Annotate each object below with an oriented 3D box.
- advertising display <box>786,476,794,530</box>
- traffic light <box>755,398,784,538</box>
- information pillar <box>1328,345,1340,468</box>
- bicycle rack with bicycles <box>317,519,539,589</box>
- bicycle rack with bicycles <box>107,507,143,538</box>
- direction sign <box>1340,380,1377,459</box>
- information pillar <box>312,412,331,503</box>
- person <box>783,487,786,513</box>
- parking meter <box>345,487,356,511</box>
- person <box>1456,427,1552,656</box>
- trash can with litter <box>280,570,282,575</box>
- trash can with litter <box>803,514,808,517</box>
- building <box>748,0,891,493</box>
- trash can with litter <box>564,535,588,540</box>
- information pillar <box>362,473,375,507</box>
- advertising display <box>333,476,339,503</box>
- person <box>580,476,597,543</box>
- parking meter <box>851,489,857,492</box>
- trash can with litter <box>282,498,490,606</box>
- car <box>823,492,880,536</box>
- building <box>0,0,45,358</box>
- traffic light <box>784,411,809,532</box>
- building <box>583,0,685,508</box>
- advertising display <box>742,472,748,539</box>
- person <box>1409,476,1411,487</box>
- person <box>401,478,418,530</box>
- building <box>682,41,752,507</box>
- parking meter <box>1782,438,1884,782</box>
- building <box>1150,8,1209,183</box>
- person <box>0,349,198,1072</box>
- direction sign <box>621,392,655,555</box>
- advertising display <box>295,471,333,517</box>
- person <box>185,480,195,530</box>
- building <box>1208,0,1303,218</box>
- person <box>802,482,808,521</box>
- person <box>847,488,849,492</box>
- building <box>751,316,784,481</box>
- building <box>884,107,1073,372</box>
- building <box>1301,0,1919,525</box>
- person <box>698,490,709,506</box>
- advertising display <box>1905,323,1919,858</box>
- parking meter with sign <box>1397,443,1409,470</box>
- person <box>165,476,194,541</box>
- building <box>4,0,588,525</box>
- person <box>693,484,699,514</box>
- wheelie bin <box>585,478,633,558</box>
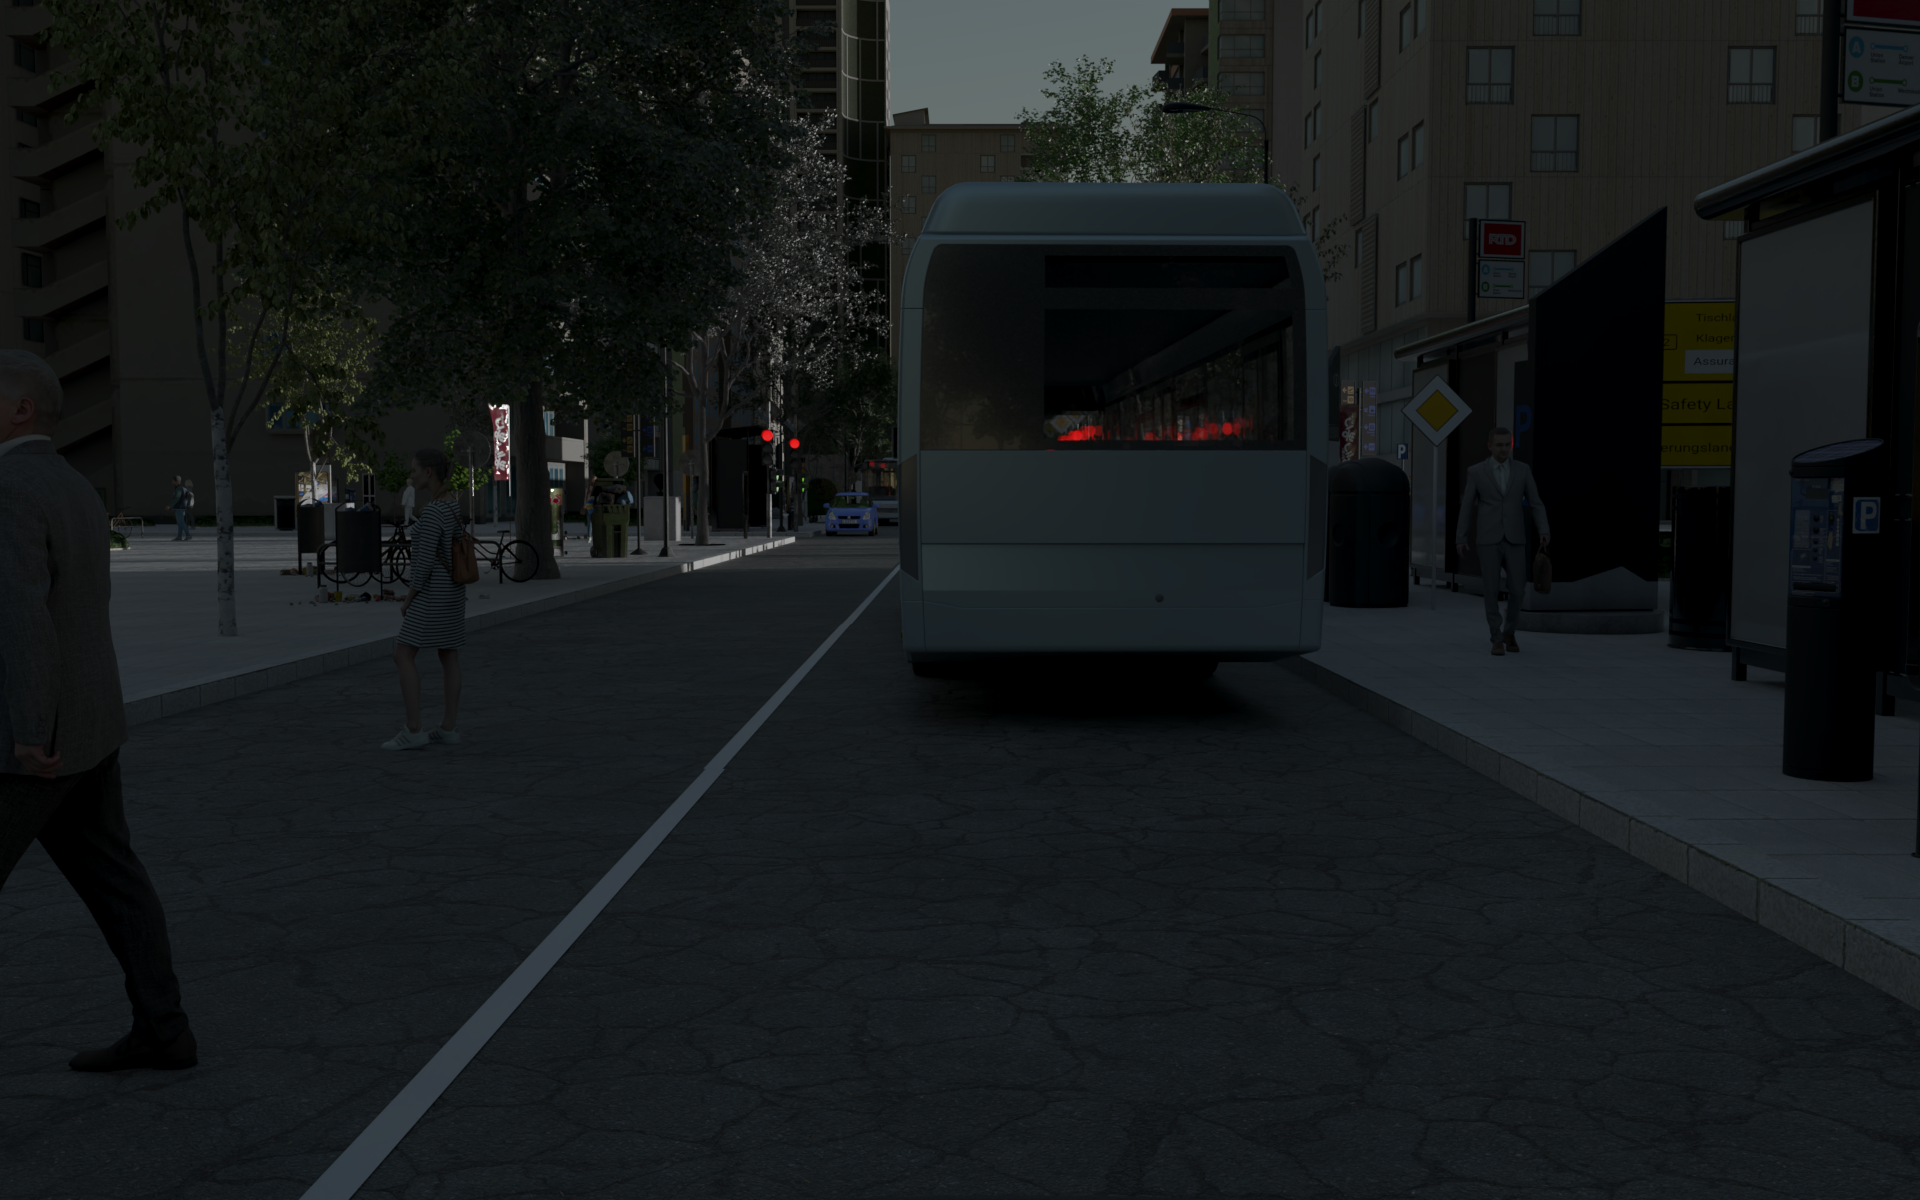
[{"bbox_3d":[-5.984,-3.445,61.547,0.123,1.923,0.974,1,4,11],"label":"advertising display"},{"bbox_3d":[-5.573,-3.776,50.655,0.839,4.253,0.868,0,4,0],"label":"traffic light"},{"bbox_3d":[5.825,-2.193,27.203,0.183,3.616,0.504,2,4,35],"label":"information pillar"},{"bbox_3d":[-7.760,-0.668,24.300,2.925,0.926,2.852,1,4,15],"label":"bicycle rack with bicycles"},{"bbox_3d":[-24.919,-2.212,49.556,2.852,0.926,2.925,0,4,2],"label":"bicycle rack with bicycles"},{"bbox_3d":[7.975,-2.614,34.738,0.876,3.537,0.379,-2,4,-25],"label":"direction sign"},{"bbox_3d":[-18.192,-3.552,49.427,0.504,3.616,0.183,-1,4,-9],"label":"information pillar"},{"bbox_3d":[-12.148,-6.947,119.805,0.526,1.800,0.537,0,4,-3],"label":"person"},{"bbox_3d":[-22.104,-3.328,62.830,0.372,1.533,0.369,0,3,0],"label":"parking meter"},{"bbox_3d":[4.343,-0.469,13.829,0.709,1.813,0.853,0,4,5],"label":"person"},{"bbox_3d":[-10.086,-1.031,27.915,1.678,1.210,2.233,2,4,24],"label":"trash can with litter"},{"bbox_3d":[-8.753,-5.181,95.760,1.678,1.210,2.233,0,4,-8],"label":"trash can with litter"},{"bbox_3d":[-20.330,-49.047,240.168,20.611,71.187,20.563,0,4,0],"label":"building"},{"bbox_3d":[-11.165,-2.296,48.595,2.233,1.210,1.678,0,4,6],"label":"trash can with litter"},{"bbox_3d":[-21.043,-3.498,61.683,0.304,2.012,0.304,1,4,21],"label":"information pillar"},{"bbox_3d":[-22.307,-3.400,60.800,0.974,1.923,0.123,0,4,1],"label":"advertising display"},{"bbox_3d":[-9.670,-2.380,45.551,0.593,1.750,0.643,0,4,0],"label":"person"},{"bbox_3d":[-5.859,-5.299,95.046,0.372,1.533,0.369,0,3,0],"label":"parking meter"},{"bbox_3d":[-6.803,-0.594,20.766,2.233,1.210,1.678,-1,4,-15],"label":"trash can with litter"},{"bbox_3d":[-3.735,-3.085,60.030,1.945,1.707,3.694,0,4,0],"label":"car"},{"bbox_3d":[-50.380,-24.215,79.516,14.086,41.232,14.154,0,4,0],"label":"building"},{"bbox_3d":[-5.547,-4.264,58.640,0.839,4.253,0.868,0,4,0],"label":"traffic light"},{"bbox_3d":[-26.345,-26.315,113.838,14.154,41.232,14.086,0,4,0],"label":"building"},{"bbox_3d":[-6.207,-2.742,50.042,0.123,1.923,0.974,-1,4,-9],"label":"advertising display"},{"bbox_3d":[11.212,-2.244,42.951,0.641,1.798,0.478,2,4,30],"label":"person"},{"bbox_3d":[-19.593,-3.420,61.840,0.818,1.842,0.514,-1,4,-21],"label":"person"},{"bbox_3d":[-26.658,-30.936,155.913,14.600,45.320,14.200,0,4,0],"label":"building"},{"bbox_3d":[3.952,0.035,7.844,0.372,1.533,0.369,0,3,0],"label":"parking meter"},{"bbox_3d":[28.802,-30.711,156.757,22.147,44.769,28.867,0,4,0],"label":"building"},{"bbox_3d":[-2.306,0.290,4.150,0.834,1.777,0.661,-1,4,-19],"label":"person"},{"bbox_3d":[-6.790,-2.724,36.542,0.876,3.537,0.379,2,4,28],"label":"direction sign"},{"bbox_3d":[-18.135,-2.650,48.540,0.123,1.923,0.974,3,4,38],"label":"advertising display"},{"bbox_3d":[-27.749,-3.421,62.152,0.526,1.800,0.537,-1,4,-14],"label":"person"},{"bbox_3d":[24.837,-27.073,126.244,14.154,41.232,14.086,0,4,0],"label":"building"},{"bbox_3d":[-7.440,-4.751,83.592,0.514,1.842,0.818,0,4,6],"label":"person"},{"bbox_3d":[-9.382,-8.574,146.315,0.705,1.814,1.350,0,4,-4],"label":"person"},{"bbox_3d":[-34.490,-20.628,182.301,28.899,21.520,27.650,0,4,0],"label":"building"},{"bbox_3d":[3.735,-40.089,244.688,27.495,52.752,28.713,0,4,0],"label":"building"},{"bbox_3d":[31.860,-30.164,82.415,27.495,52.752,28.713,0,4,0],"label":"building"},{"bbox_3d":[-12.253,-4.640,82.493,0.593,1.750,0.643,1,4,22],"label":"person"},{"bbox_3d":[3.776,-0.066,6.293,0.974,1.923,0.123,-2,4,-32],"label":"advertising display"},{"bbox_3d":[14.513,-3.867,59.488,1.738,3.016,0.543,-2,4,-23],"label":"parking meter with sign"},{"bbox_3d":[-21.251,-2.494,47.164,0.721,1.781,0.623,-2,4,-25],"label":"person"},{"bbox_3d":[-30.771,-28.019,81.821,21.300,48.544,21.600,0,4,0],"label":"building"},{"bbox_3d":[-12.934,-4.844,85.496,0.529,1.795,0.600,-2,4,-24],"label":"person"},{"bbox_3d":[-7.026,-1.652,34.920,0.980,1.594,0.693,-3,4,-37],"label":"wheelie bin"}]
